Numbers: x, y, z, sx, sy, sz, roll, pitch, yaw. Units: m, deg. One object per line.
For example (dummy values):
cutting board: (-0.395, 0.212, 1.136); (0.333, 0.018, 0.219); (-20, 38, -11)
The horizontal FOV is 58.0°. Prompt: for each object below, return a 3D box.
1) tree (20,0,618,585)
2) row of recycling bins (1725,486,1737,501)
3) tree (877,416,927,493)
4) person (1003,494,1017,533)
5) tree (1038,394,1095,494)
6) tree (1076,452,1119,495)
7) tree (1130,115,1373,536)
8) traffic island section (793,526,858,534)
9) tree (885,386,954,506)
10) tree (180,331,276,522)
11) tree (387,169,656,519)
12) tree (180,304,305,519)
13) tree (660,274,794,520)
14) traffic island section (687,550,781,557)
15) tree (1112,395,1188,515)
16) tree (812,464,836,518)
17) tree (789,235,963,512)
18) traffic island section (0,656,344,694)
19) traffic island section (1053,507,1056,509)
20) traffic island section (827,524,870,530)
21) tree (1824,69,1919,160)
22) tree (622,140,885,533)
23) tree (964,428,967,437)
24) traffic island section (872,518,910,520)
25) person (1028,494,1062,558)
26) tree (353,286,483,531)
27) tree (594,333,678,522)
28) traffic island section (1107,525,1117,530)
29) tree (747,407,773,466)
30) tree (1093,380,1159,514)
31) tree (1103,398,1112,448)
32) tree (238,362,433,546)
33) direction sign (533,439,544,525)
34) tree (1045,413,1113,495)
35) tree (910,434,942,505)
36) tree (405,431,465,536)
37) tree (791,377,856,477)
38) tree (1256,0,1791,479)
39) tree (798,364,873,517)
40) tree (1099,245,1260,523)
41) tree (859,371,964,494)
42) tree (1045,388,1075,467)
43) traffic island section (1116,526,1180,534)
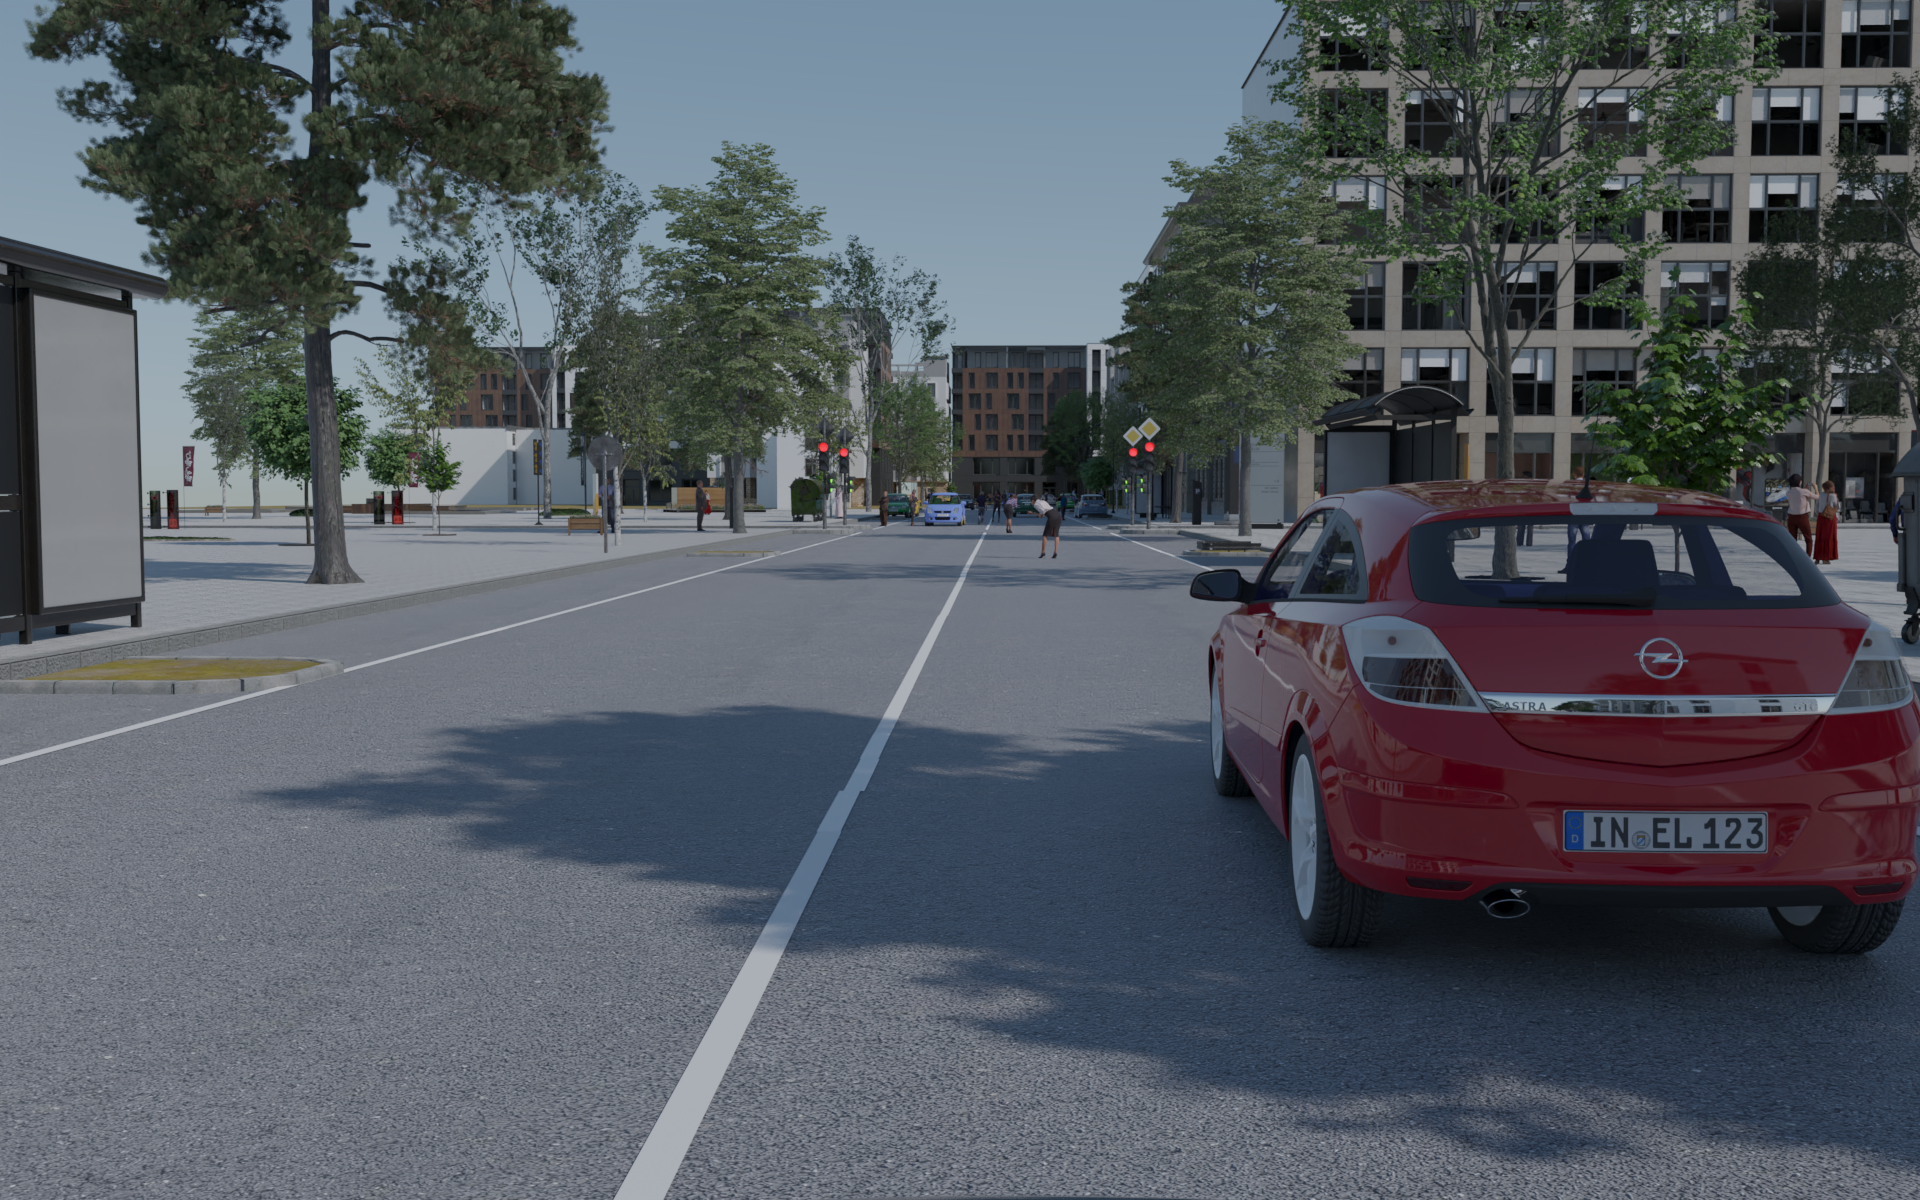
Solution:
tree: (-9.124, -7.178, 24.782); (7.806, 13.903, 7.818); (0, 3, 0)
row of recycling bins: (29.831, -3.862, 70.256); (3.534, 1.692, 1.069); (-1, 4, -10)
tree: (-5.412, -12.546, 155.492); (4.360, 8.622, 3.978); (0, 3, 0)
person: (1.860, -3.167, 63.511); (0.421, 1.427, 0.697); (3, 4, 36)
tree: (13.692, -19.170, 220.854); (7.806, 13.903, 7.818); (0, 3, 0)
tree: (10.611, -9.173, 133.695); (4.285, 4.588, 4.351); (0, 3, 0)
tree: (9.006, -8.204, 52.268); (7.486, 12.596, 7.792); (0, 3, 0)
traffic island section: (-4.964, -2.508, 63.286); (2.009, 0.180, 2.903); (0, 4, 1)
tree: (-4.418, -16.109, 181.512); (7.486, 12.596, 7.792); (0, 3, 0)
tree: (-33.599, -7.895, 79.438); (4.360, 8.622, 3.978); (0, 3, 0)
tree: (-22.576, -14.321, 90.040); (12.611, 20.169, 13.585); (0, 3, 0)
tree: (-36.111, -10.454, 89.051); (7.486, 12.596, 7.792); (0, 3, 0)
tree: (-11.472, -9.992, 85.427); (6.751, 12.117, 7.091); (0, 3, 0)
traffic island section: (-5.234, -1.079, 40.511); (1.991, 0.108, 1.994); (0, 4, 1)
tree: (11.924, -9.381, 103.735); (4.360, 8.622, 3.978); (0, 3, 0)
tree: (-7.283, -5.995, 92.620); (1.663, 3.219, 1.824); (0, 3, 0)
tree: (-6.136, -16.462, 125.048); (12.611, 20.169, 13.585); (0, 3, 0)
traffic island section: (-5.929, 0.580, 13.384); (1.991, 0.108, 1.994); (0, 4, 1)
traffic island section: (9.716, -9.167, 172.744); (1.991, 0.108, 1.994); (0, 4, 1)
traffic island section: (-4.757, -2.996, 71.268); (2.009, 0.180, 2.903); (0, 4, 1)
tree: (20.418, -6.274, 36.994); (8.767, 10.594, 7.601); (3, 5, 42)
tree: (-7.017, -8.421, 55.804); (7.486, 12.596, 7.792); (0, 3, 0)
tree: (-3.177, -18.012, 220.245); (9.928, 11.665, 9.643); (0, 3, 0)
traffic island section: (-3.793, -4.467, 95.902); (1.991, 0.108, 1.994); (0, 4, 1)
person: (1.874, -1.649, 38.645); (0.799, 1.438, 0.628); (0, 4, 8)
tree: (-18.702, -6.751, 60.733); (4.737, 8.622, 4.395); (0, 3, 0)
tree: (-14.325, -7.816, 78.159); (4.737, 8.622, 4.395); (0, 3, 0)
traffic island section: (7.080, -2.977, 70.958); (2.009, 0.180, 2.903); (0, 4, 1)
tree: (-11.795, -8.756, 93.523); (4.360, 8.622, 3.978); (0, 3, 0)
tree: (10.801, -9.732, 109.481); (4.737, 8.622, 4.395); (0, 3, 0)
tree: (11.930, -10.414, 120.630); (4.360, 8.622, 3.978); (0, 3, 0)
tree: (-16.257, -3.640, 43.235); (4.285, 4.588, 4.351); (0, 3, 0)
direction sign: (-17.438, -4.869, 71.607); (0.379, 3.537, 0.876); (1, 4, 8)
tree: (13.152, -15.367, 185.657); (8.767, 10.594, 7.601); (0, 4, 7)
tree: (-4.046, -15.066, 196.696); (4.737, 8.622, 4.395); (0, 3, 0)
tree: (-16.036, -3.601, 53.470); (1.663, 3.219, 1.824); (0, 3, 0)
tree: (-8.834, -9.752, 109.807); (4.360, 8.622, 3.978); (0, 3, 0)
tree: (8.048, -6.117, 25.772); (9.928, 11.665, 9.643); (0, 3, 0)
tree: (-6.986, -8.946, 96.635); (4.737, 8.622, 4.395); (0, 3, 0)
tree: (9.666, -9.440, 76.404); (6.751, 12.117, 7.091); (0, 3, 0)
tree: (-4.987, -13.455, 145.749); (9.928, 11.665, 9.643); (0, 3, 0)
tree: (11.930, -14.654, 165.344); (9.928, 11.665, 9.643); (0, 3, 0)
traffic island section: (6.873, -2.489, 62.975); (2.009, 0.180, 2.903); (0, 4, 1)
